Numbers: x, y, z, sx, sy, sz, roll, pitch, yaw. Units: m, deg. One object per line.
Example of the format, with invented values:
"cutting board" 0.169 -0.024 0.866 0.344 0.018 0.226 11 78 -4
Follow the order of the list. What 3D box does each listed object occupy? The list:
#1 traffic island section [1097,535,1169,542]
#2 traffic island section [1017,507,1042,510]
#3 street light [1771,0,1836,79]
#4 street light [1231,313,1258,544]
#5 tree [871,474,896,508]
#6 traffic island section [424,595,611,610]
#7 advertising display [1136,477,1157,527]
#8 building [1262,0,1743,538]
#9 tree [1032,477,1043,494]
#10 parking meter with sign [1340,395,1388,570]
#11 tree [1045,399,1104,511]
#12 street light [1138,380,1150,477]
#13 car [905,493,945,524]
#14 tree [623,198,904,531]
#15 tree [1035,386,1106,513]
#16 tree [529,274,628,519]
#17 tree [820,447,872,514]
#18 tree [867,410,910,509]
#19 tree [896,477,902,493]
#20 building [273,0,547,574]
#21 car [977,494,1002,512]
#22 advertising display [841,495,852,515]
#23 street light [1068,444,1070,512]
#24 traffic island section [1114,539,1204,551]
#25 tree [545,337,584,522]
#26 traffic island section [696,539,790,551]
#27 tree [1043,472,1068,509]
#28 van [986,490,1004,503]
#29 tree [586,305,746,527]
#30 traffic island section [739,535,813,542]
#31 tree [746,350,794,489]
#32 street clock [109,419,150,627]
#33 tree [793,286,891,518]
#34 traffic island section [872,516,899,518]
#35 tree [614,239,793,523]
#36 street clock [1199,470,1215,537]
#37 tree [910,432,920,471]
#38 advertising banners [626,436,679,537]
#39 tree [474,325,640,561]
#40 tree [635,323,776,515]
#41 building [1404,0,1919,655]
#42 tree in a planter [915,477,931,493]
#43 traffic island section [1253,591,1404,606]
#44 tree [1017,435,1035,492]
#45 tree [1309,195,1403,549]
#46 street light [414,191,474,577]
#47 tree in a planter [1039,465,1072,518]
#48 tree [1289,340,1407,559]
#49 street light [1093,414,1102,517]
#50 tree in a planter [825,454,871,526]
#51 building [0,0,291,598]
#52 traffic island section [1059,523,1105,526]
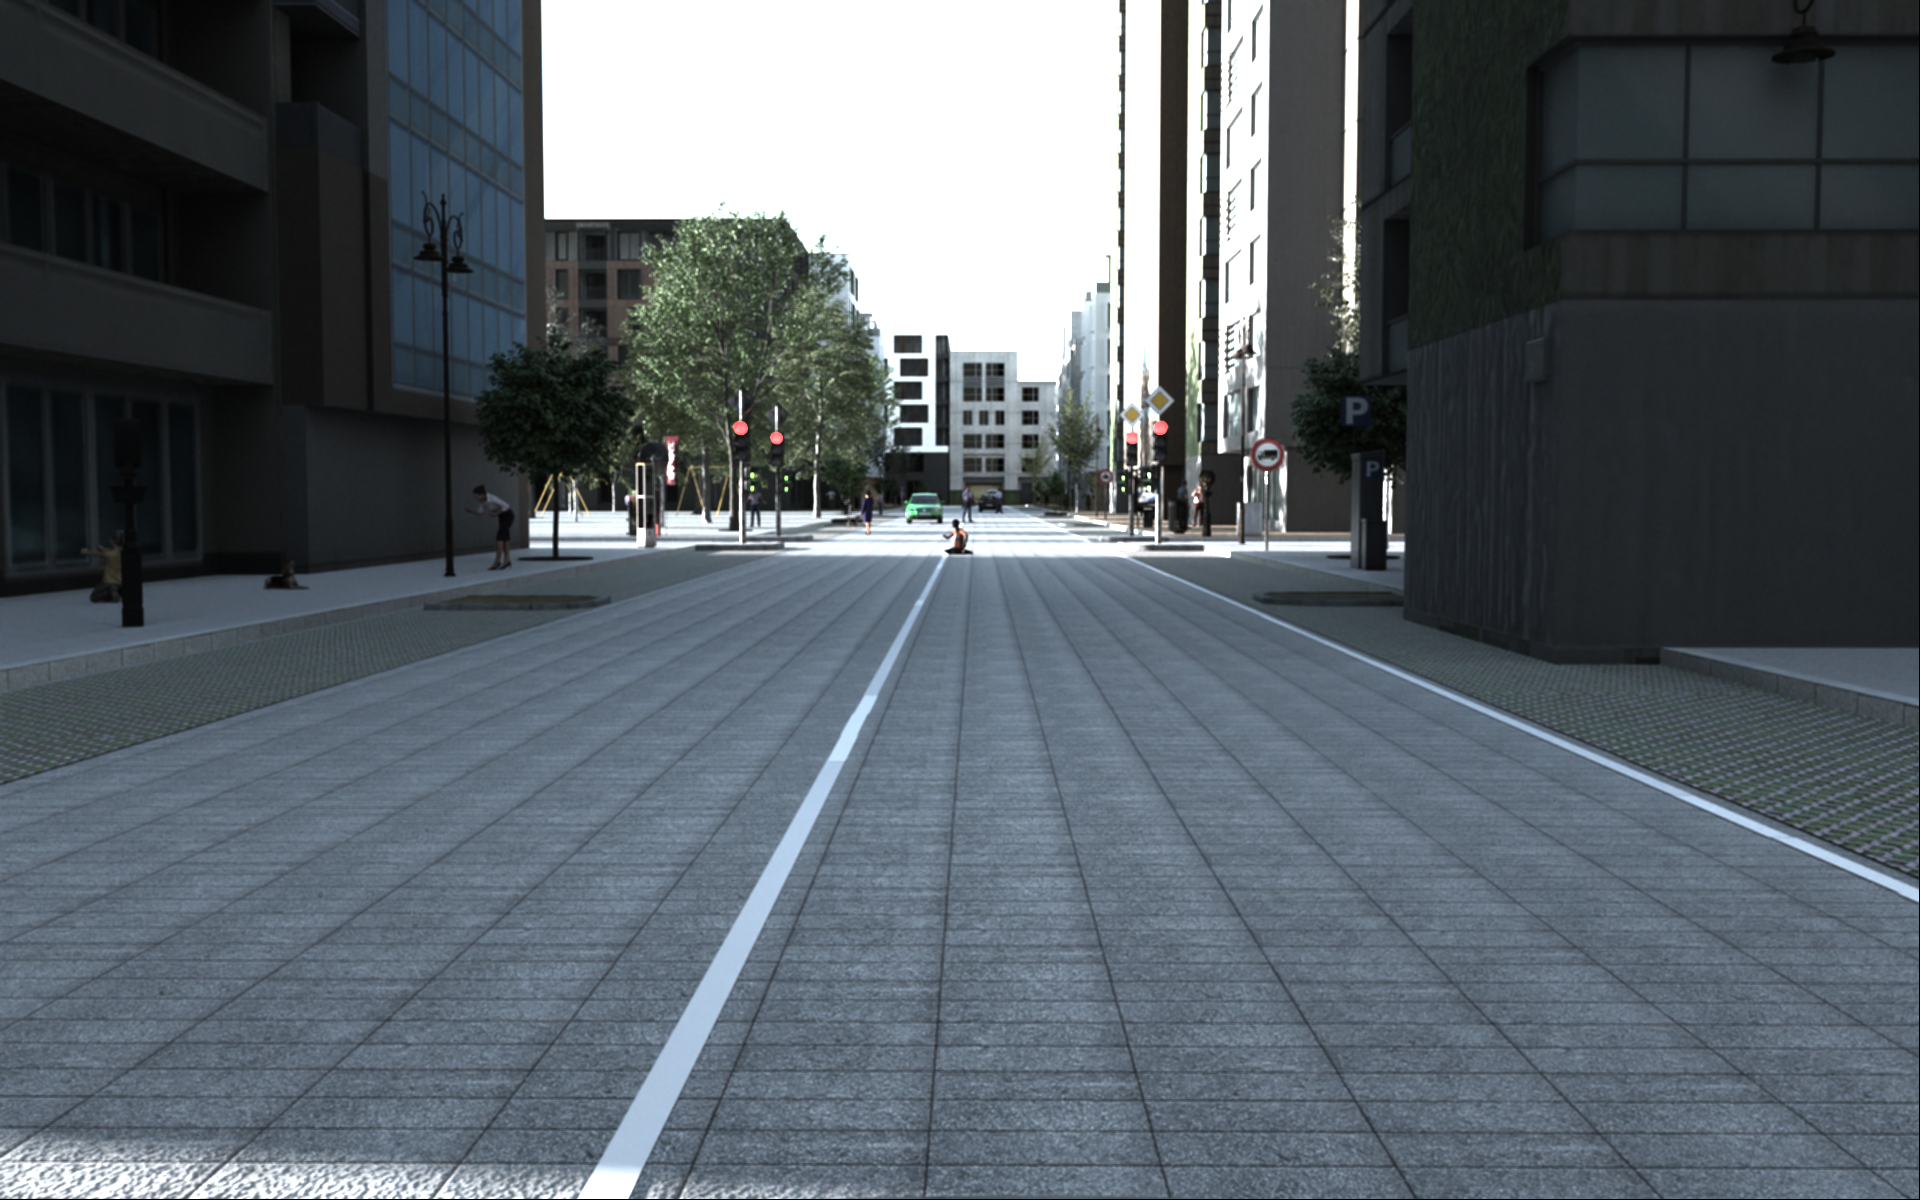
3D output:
"traffic island section" 5.257 -1.876 52.947 2.009 0.180 2.903 0 4 1
"traffic island section" 6.305 -8.097 155.244 1.991 0.108 1.994 0 4 1
"street light" 6.811 -2.569 14.795 0.468 5.910 1.993 0 4 1
"street light" 7.251 -4.378 44.367 0.468 5.910 1.993 0 4 1
"tree" -7.370 -10.270 162.513 1.663 3.219 1.824 0 3 0
"traffic island section" -5.574 0.041 22.200 1.991 0.108 1.994 0 4 1
"advertising display" 7.244 -3.753 66.568 0.974 1.923 0.123 2 4 28
"building" 16.932 -23.018 59.931 14.086 41.232 14.154 0 4 1
"tree" 9.217 -12.532 199.493 1.663 3.219 1.824 0 3 0
"parking meter with sign" 7.010 -2.056 29.875 0.543 3.016 1.738 0 4 -1
"tree" 8.707 -11.187 133.274 4.360 8.622 3.978 0 3 0
"street light" 7.504 -5.951 70.089 0.468 5.910 1.993 0 4 1
"car" -1.738 -4.668 85.125 1.959 1.807 4.718 0 4 -1
"tree" -7.713 -8.203 59.875 9.928 11.665 9.643 0 3 0
"tree" 7.906 -10.165 116.562 4.737 8.622 4.395 0 3 0
"tree" -22.681 -11.061 91.216 12.009 13.543 11.850 0 3 0
"tree" -7.441 -7.939 113.522 4.285 4.588 4.351 0 3 0
"tree" -6.597 -12.053 147.424 4.360 8.622 3.978 0 3 0
"tree" -6.324 -10.600 167.912 1.663 3.219 1.824 0 3 0
"building" -17.051 -23.450 33.512 14.200 45.320 14.600 0 4 1
"car" 2.387 -7.912 139.145 2.009 1.686 4.222 0 4 2
"advertising display" -6.973 -6.174 106.164 0.123 1.923 0.974 -3 5 -43
"street light" 7.999 -9.419 126.796 0.468 5.910 1.993 0 4 1
"traffic island section" 5.175 -1.387 44.962 2.009 0.180 2.903 0 4 1
"tree" -17.766 -7.902 79.563 4.737 8.622 4.395 0 3 0
"traffic island section" -5.666 -1.394 45.078 2.009 0.180 2.903 0 4 1
"tree" 8.513 -9.567 151.019 1.663 3.219 1.824 0 3 0
"van" 3.232 -9.861 168.241 2.013 2.044 4.112 0 4 2
"tree" -11.415 -7.172 67.627 4.737 8.622 4.395 0 3 0
"traffic island section" -5.584 -1.883 53.063 2.009 0.180 2.903 0 4 1
"tree" -10.549 -8.230 84.918 4.737 8.622 4.395 0 3 0
"street clock" -8.029 -0.745 16.757 0.358 2.002 0.471 -2 4 -25
"tree" -7.408 -10.756 93.995 7.486 12.596 7.792 0 3 0
"traffic island section" -4.725 -5.019 104.934 1.991 0.108 1.994 0 4 1
"tree" -11.778 -9.733 77.264 7.486 12.596 7.792 0 3 0
"street clock" 7.442 -2.912 52.178 0.358 2.002 0.471 -3 4 -36
"tree" -6.374 -14.638 189.688 4.360 8.622 3.978 0 3 0
"advertising banners" -9.287 -3.435 52.352 2.074 3.025 0.090 2 4 31
"tree" -7.917 -3.063 33.799 4.285 4.588 4.351 0 3 0
"tree" -16.284 -11.689 108.121 9.611 12.733 9.660 0 3 0
"building" 12.056 -20.573 19.962 14.154 41.232 14.086 0 4 1
"tree in a planter" -3.933 -11.295 181.891 1.991 3.239 1.994 0 4 1
"traffic island section" 4.942 -0.006 22.970 1.991 0.108 1.994 0 4 1
"tree" 9.132 -15.596 205.360 4.737 8.622 4.395 0 3 0
"tree" 10.116 -5.481 39.977 4.360 8.622 3.978 0 3 0
"street light" -7.956 -3.306 26.836 0.468 5.910 1.993 0 4 1
"tree in a planter" 5.790 -6.611 105.306 1.991 3.239 1.994 0 4 1
"tree" 8.072 -3.110 34.565 4.285 4.588 4.351 0 3 0
"street light" 7.776 -7.685 98.442 0.468 5.910 1.993 0 4 1
"tree in a planter" -5.009 -4.917 77.613 1.991 3.239 1.994 0 4 1
"building" -21.544 -24.028 16.555 21.300 48.544 21.600 0 4 1
"traffic island section" 5.506 -3.400 78.459 1.991 0.108 1.994 0 4 1
